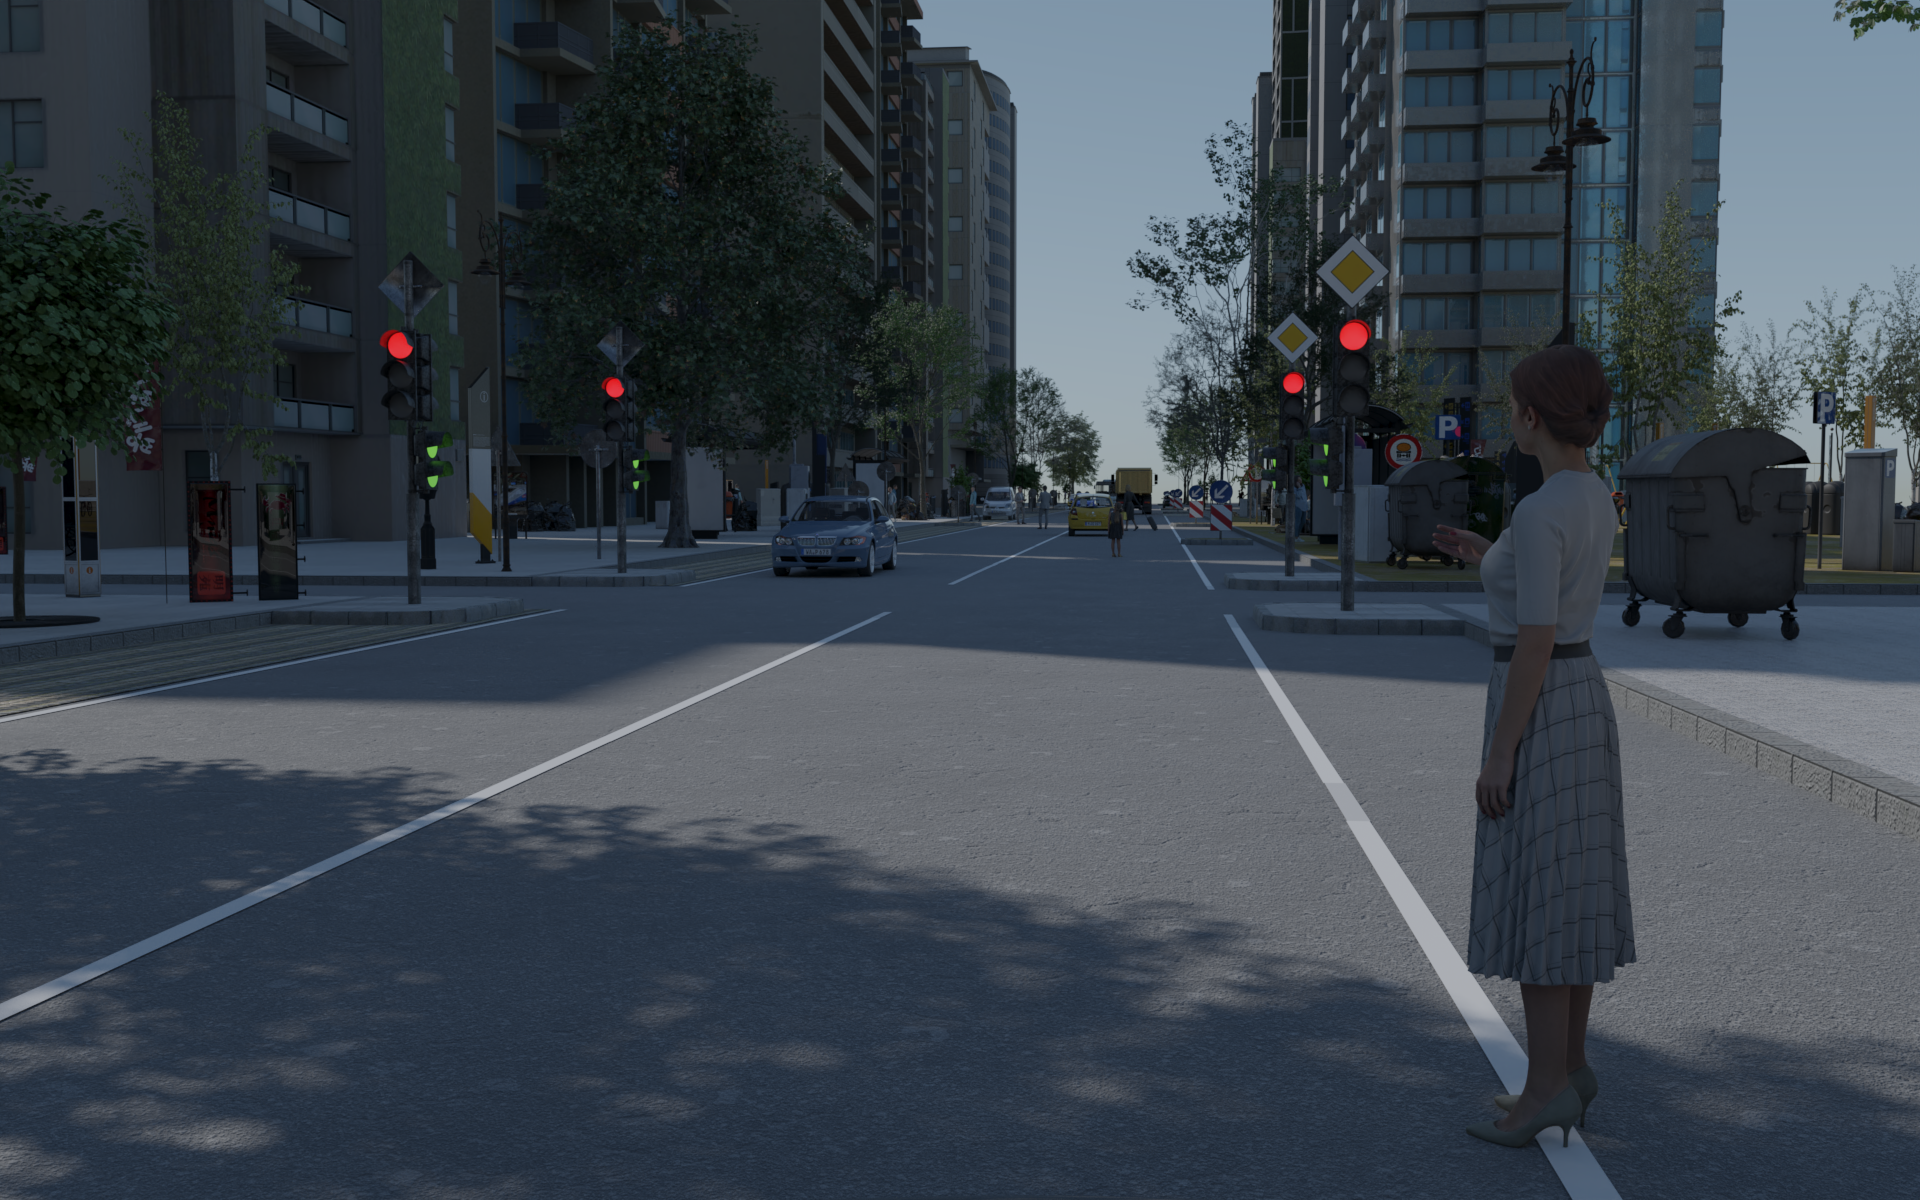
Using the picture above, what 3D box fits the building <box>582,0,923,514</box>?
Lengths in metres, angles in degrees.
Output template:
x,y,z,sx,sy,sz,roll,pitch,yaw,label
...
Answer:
x,y,z,sx,sy,sz,roll,pitch,yaw,label
-14.945,-29.754,141.097,22.147,44.769,28.867,0,4,6,building

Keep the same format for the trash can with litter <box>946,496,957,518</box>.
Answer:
x,y,z,sx,sy,sz,roll,pitch,yaw,label
-0.505,-5.045,93.880,0.624,1.170,1.055,-1,4,-20,trash can with litter

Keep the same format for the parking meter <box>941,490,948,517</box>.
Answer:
x,y,z,sx,sy,sz,roll,pitch,yaw,label
-0.877,-5.453,97.560,0.372,1.533,0.369,0,3,0,parking meter

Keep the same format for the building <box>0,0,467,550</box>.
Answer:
x,y,z,sx,sy,sz,roll,pitch,yaw,label
-22.484,-22.079,44.588,14.154,41.232,14.086,0,4,6,building

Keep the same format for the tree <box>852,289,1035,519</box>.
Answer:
x,y,z,sx,sy,sz,roll,pitch,yaw,label
-1.976,-9.922,87.987,9.928,11.665,9.643,0,3,0,tree

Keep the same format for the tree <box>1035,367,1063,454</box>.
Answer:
x,y,z,sx,sy,sz,roll,pitch,yaw,label
4.086,-12.818,135.330,9.928,11.665,9.643,0,3,0,tree

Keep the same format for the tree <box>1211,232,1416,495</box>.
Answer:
x,y,z,sx,sy,sz,roll,pitch,yaw,label
12.506,-7.763,61.335,7.601,10.594,8.767,0,4,2,tree

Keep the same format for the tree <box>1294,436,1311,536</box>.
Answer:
x,y,z,sx,sy,sz,roll,pitch,yaw,label
10.701,-3.627,53.897,1.663,3.219,1.824,0,3,0,tree

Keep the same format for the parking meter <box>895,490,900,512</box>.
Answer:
x,y,z,sx,sy,sz,roll,pitch,yaw,label
-3.556,-5.429,97.182,0.372,1.533,0.369,0,3,0,parking meter

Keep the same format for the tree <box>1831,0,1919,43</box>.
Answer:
x,y,z,sx,sy,sz,roll,pitch,yaw,label
6.212,-5.089,8.965,9.928,11.665,9.643,0,3,0,tree

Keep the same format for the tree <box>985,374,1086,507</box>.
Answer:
x,y,z,sx,sy,sz,roll,pitch,yaw,label
7.628,-16.191,175.099,12.009,13.543,11.850,0,3,0,tree

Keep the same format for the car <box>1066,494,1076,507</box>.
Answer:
x,y,z,sx,sy,sz,roll,pitch,yaw,label
12.910,-11.188,193.154,2.015,1.641,3.980,0,4,7,car

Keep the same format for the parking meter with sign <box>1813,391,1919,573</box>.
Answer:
x,y,z,sx,sy,sz,roll,pitch,yaw,label
15.187,-1.997,28.907,0.543,3.016,1.738,-2,4,-34,parking meter with sign

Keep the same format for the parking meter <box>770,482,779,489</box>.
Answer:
x,y,z,sx,sy,sz,roll,pitch,yaw,label
-8.716,-4.623,81.295,0.399,1.863,0.255,1,4,17,parking meter

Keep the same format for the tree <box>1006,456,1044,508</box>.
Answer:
x,y,z,sx,sy,sz,roll,pitch,yaw,label
5.535,-10.113,149.061,4.285,4.588,4.351,0,3,0,tree

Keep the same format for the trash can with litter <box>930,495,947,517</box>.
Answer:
x,y,z,sx,sy,sz,roll,pitch,yaw,label
-1.238,-5.195,95.996,1.678,1.210,2.233,2,4,26,trash can with litter

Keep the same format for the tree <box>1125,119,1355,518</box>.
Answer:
x,y,z,sx,sy,sz,roll,pitch,yaw,label
14.151,-14.360,90.682,12.611,20.169,13.585,0,3,0,tree

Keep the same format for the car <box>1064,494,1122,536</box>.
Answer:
x,y,z,sx,sy,sz,roll,pitch,yaw,label
4.611,-3.045,60.004,2.015,1.641,3.980,0,4,4,car

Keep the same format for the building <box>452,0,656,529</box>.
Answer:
x,y,z,sx,sy,sz,roll,pitch,yaw,label
-22.481,-25.720,75.147,22.147,44.769,28.867,0,4,6,building

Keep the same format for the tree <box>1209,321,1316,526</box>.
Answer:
x,y,z,sx,sy,sz,roll,pitch,yaw,label
12.640,-7.324,70.107,4.737,8.622,4.395,0,3,0,tree

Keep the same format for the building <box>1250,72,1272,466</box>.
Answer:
x,y,z,sx,sy,sz,roll,pitch,yaw,label
51.183,-42.817,242.063,21.231,58.520,28.212,0,4,6,building

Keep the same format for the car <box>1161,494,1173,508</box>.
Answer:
x,y,z,sx,sy,sz,roll,pitch,yaw,label
21.316,-10.088,174.732,2.009,1.686,4.222,0,4,6,car

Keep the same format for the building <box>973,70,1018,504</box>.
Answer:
x,y,z,sx,sy,sz,roll,pitch,yaw,label
-3.769,-42.571,238.037,21.231,58.520,28.212,0,4,6,building

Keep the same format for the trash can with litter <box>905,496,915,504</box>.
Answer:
x,y,z,sx,sy,sz,roll,pitch,yaw,label
-2.494,-5.008,93.269,1.055,1.170,0.624,2,4,28,trash can with litter

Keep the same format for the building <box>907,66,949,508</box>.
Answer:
x,y,z,sx,sy,sz,roll,pitch,yaw,label
-8.774,-29.266,162.093,14.154,41.232,14.086,0,4,6,building

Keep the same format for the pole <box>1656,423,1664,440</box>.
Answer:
x,y,z,sx,sy,sz,roll,pitch,yaw,label
19.969,-3.405,49.512,0.158,3.312,0.155,0,3,0,pole

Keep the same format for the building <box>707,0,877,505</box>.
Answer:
x,y,z,sx,sy,sz,roll,pitch,yaw,label
-17.767,-30.088,115.646,21.300,48.544,21.600,0,4,6,building

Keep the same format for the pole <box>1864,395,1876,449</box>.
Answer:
x,y,z,sx,sy,sz,roll,pitch,yaw,label
18.858,-2.576,35.953,0.158,3.312,0.155,0,3,0,pole

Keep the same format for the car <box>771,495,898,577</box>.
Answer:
x,y,z,sx,sy,sz,roll,pitch,yaw,label
-2.216,-1.201,31.641,2.014,1.417,4.499,0,4,6,car

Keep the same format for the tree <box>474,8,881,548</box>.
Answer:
x,y,z,sx,sy,sz,roll,pitch,yaw,label
-6.671,-7.589,41.095,9.611,12.733,9.660,0,3,0,tree

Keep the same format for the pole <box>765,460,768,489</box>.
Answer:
x,y,z,sx,sy,sz,roll,pitch,yaw,label
-11.625,-6.752,104.232,0.158,3.312,0.155,0,3,0,pole

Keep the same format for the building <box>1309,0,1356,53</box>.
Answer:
x,y,z,sx,sy,sz,roll,pitch,yaw,label
40.935,-37.240,150.870,21.231,58.520,28.212,0,4,6,building

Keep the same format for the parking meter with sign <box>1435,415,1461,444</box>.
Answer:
x,y,z,sx,sy,sz,roll,pitch,yaw,label
10.415,-2.514,37.358,0.543,3.016,1.738,1,4,22,parking meter with sign

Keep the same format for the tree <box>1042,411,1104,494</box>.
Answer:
x,y,z,sx,sy,sz,roll,pitch,yaw,label
16.966,-21.718,261.743,9.857,13.997,8.962,0,3,0,tree

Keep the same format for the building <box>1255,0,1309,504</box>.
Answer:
x,y,z,sx,sy,sz,roll,pitch,yaw,label
47.741,-47.644,217.235,20.563,71.187,20.611,0,4,6,building

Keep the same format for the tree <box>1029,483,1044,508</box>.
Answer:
x,y,z,sx,sy,sz,roll,pitch,yaw,label
7.289,-10.311,163.179,1.663,3.219,1.824,0,3,0,tree

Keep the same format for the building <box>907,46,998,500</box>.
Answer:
x,y,z,sx,sy,sz,roll,pitch,yaw,label
-10.772,-38.009,210.690,28.713,52.752,27.495,0,4,6,building

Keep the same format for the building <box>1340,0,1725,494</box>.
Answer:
x,y,z,sx,sy,sz,roll,pitch,yaw,label
38.923,-30.710,121.717,23.786,49.044,30.456,0,4,6,building

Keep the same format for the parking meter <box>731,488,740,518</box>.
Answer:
x,y,z,sx,sy,sz,roll,pitch,yaw,label
-9.279,-3.874,71.749,0.372,1.533,0.369,0,3,0,parking meter

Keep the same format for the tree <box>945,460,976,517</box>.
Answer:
x,y,z,sx,sy,sz,roll,pitch,yaw,label
0.100,-6.392,99.114,1.663,3.219,1.824,0,3,0,tree

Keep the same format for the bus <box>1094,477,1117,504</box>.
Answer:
x,y,z,sx,sy,sz,roll,pitch,yaw,label
18.194,-13.248,211.469,2.948,3.499,13.247,1,4,8,bus

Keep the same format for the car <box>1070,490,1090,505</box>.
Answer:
x,y,z,sx,sy,sz,roll,pitch,yaw,label
9.021,-7.127,126.114,1.945,1.707,3.694,0,4,6,car

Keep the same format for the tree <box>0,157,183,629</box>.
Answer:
x,y,z,sx,sy,sz,roll,pitch,yaw,label
-9.322,-2.034,16.975,4.285,4.588,4.351,0,3,0,tree

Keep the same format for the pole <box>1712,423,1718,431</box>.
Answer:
x,y,z,sx,sy,sz,roll,pitch,yaw,label
21.762,-3.435,50.006,0.158,3.312,0.155,0,3,0,pole

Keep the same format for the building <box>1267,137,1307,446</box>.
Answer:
x,y,z,sx,sy,sz,roll,pitch,yaw,label
42.740,-31.650,201.078,14.154,41.232,14.086,0,4,6,building

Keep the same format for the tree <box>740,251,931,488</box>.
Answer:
x,y,z,sx,sy,sz,roll,pitch,yaw,label
-4.843,-7.834,62.506,8.767,10.594,7.601,2,4,31,tree
